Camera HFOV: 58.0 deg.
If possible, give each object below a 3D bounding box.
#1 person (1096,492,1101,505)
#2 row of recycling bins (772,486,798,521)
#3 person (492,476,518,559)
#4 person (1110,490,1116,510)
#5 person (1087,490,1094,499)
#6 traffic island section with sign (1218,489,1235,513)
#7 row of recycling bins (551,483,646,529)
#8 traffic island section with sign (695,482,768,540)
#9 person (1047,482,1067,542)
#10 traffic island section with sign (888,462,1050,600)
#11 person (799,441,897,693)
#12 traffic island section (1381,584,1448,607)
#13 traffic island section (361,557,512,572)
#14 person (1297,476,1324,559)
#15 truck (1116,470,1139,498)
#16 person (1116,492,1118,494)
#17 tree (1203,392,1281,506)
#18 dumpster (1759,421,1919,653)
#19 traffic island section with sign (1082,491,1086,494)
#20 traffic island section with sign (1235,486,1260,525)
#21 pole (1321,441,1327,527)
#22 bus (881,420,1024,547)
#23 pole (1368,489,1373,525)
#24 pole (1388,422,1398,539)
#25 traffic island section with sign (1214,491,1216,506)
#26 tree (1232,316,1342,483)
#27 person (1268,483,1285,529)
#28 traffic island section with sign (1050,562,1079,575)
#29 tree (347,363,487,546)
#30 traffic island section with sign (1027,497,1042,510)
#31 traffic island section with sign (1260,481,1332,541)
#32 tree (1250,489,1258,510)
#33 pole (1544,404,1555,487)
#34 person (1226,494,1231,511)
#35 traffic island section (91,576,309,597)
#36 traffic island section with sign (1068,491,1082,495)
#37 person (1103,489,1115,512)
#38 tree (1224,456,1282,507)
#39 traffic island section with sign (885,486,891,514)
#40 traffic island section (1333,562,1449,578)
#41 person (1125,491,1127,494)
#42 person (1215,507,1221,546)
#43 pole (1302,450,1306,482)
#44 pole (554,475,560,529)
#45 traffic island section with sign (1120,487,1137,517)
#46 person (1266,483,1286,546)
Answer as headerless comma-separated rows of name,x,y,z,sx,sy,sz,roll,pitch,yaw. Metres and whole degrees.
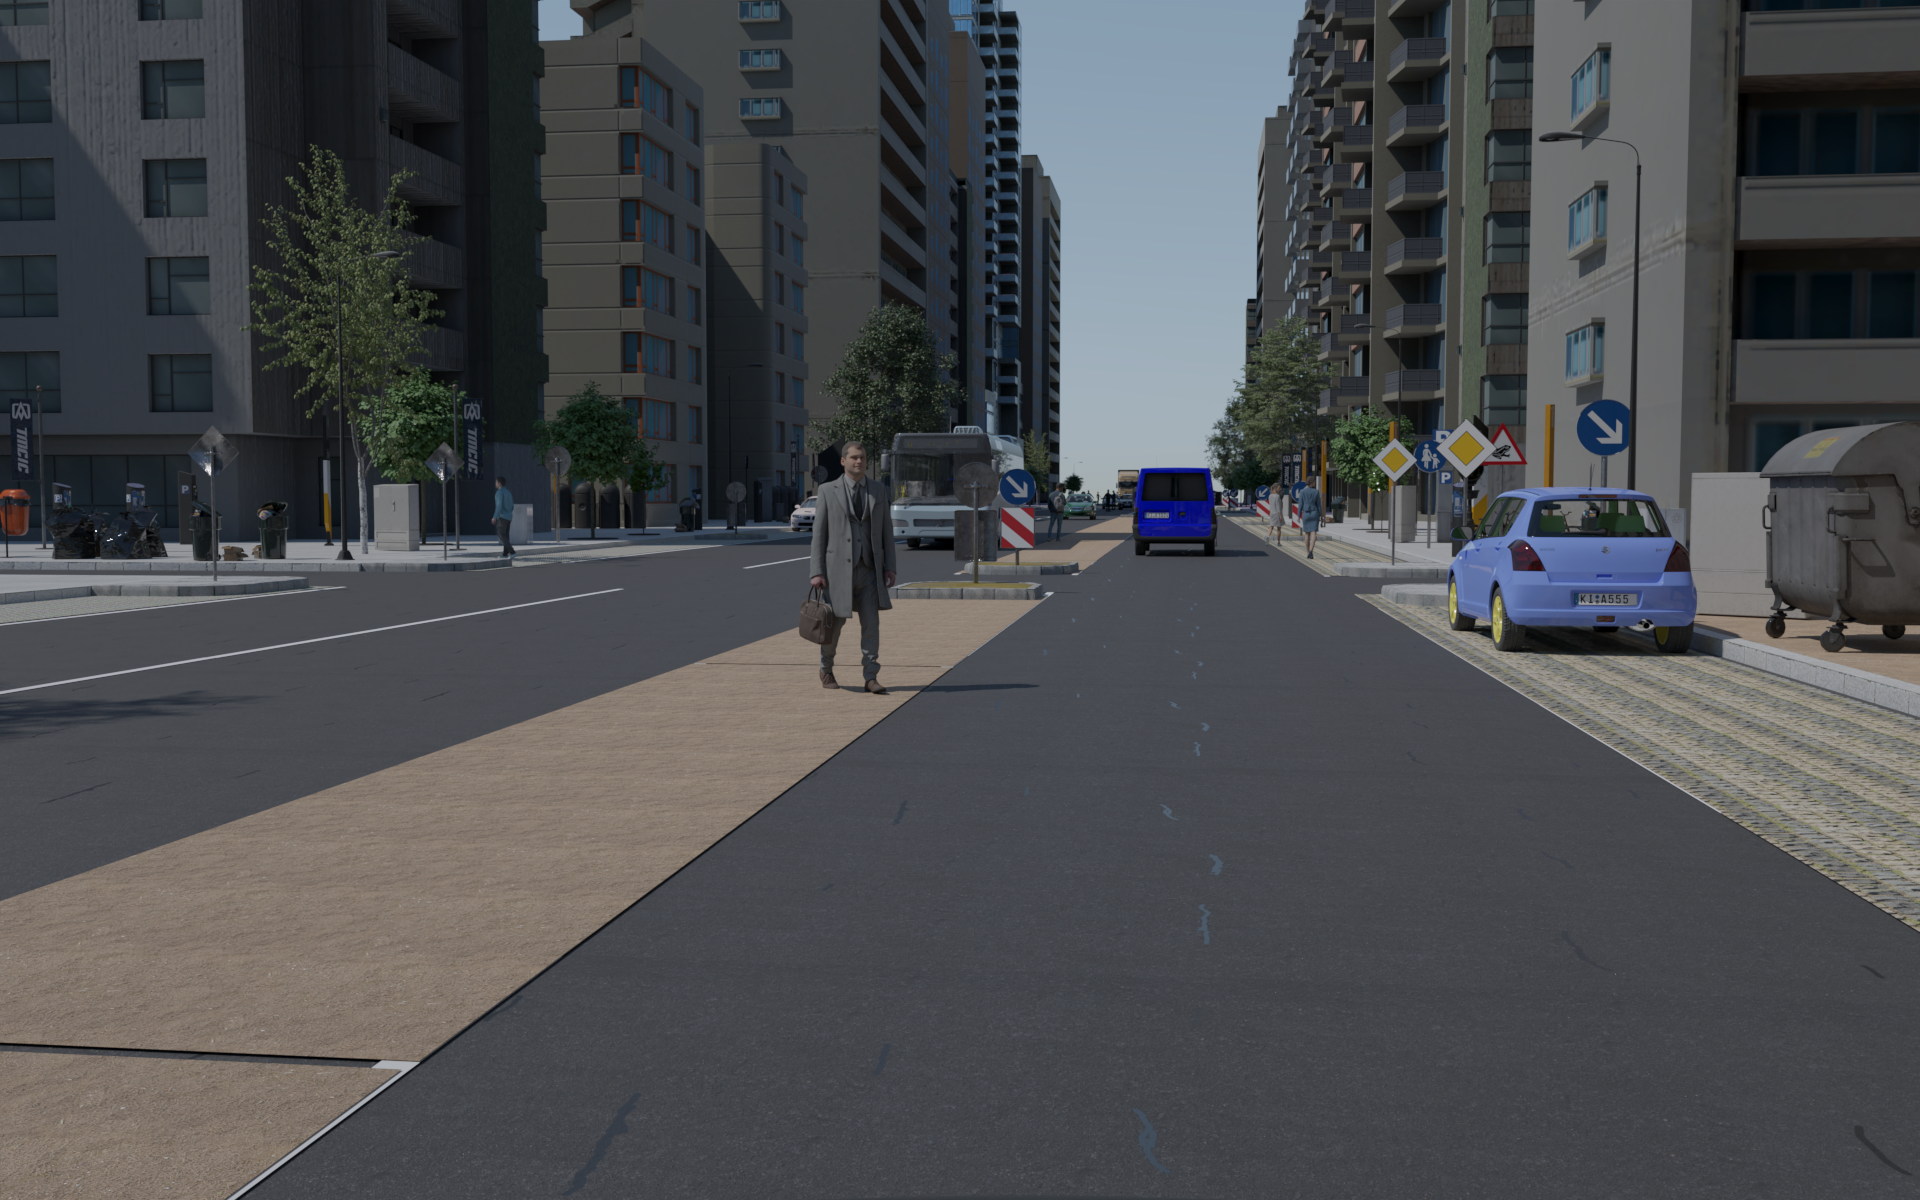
person,18.235,-13.375,227.703,0.721,1.766,1.217,2,4,33
row of recycling bins,-8.779,-4.786,85.362,1.069,1.692,3.534,1,4,14
person,-9.916,-1.792,37.816,0.620,1.820,0.660,0,4,8
person,13.533,-8.857,153.754,0.568,1.767,0.683,2,4,25
person,12.358,-9.671,166.759,1.348,1.807,0.705,-1,4,-19
traffic island section with sign,20.344,-7.387,129.403,1.989,1.847,2.006,0,4,7
row of recycling bins,-13.442,-3.503,64.382,3.534,1.692,1.069,0,4,-5
traffic island section with sign,-7.165,-2.820,54.734,1.989,1.847,2.006,0,4,7
person,2.908,-2.634,51.912,0.623,1.781,0.721,1,4,14
traffic island section with sign,0.144,-0.987,24.279,2.006,1.907,1.989,0,4,7
person,-0.784,-0.239,12.510,0.694,1.812,0.767,-1,4,-21
traffic island section,6.758,-0.055,23.175,2.009,0.180,2.903,0,4,7
traffic island section,-9.945,-0.681,33.411,2.009,0.180,2.903,0,4,7
person,7.662,-1.801,37.972,0.581,1.822,0.654,2,4,25
truck,19.560,-12.966,200.903,2.839,4.237,11.283,0,4,6
person,20.971,-13.519,230.050,0.721,1.766,1.217,0,4,0
tree,31.947,-16.939,193.958,9.611,12.733,9.660,0,3,0
dumpster,7.662,-0.540,14.584,1.264,1.857,1.865,0,4,8
traffic island section with sign,17.239,-14.218,241.089,1.989,1.847,2.006,0,4,7
traffic island section with sign,13.903,-4.381,80.255,1.989,1.847,2.006,0,4,7
pole,13.987,-4.450,66.600,0.158,3.312,0.155,0,3,0
bus,0.096,-3.324,49.204,2.948,3.499,13.247,0,4,6
pole,17.288,-4.831,72.836,0.158,3.312,0.155,0,3,0
pole,12.300,-3.387,49.215,0.158,3.312,0.155,0,3,0
traffic island section with sign,23.838,-9.022,156.132,1.989,1.847,2.006,0,4,7
tree,20.922,-11.790,110.898,7.486,12.596,7.792,0,3,0
person,13.048,-3.877,71.244,0.474,1.900,0.648,-3,5,-42
traffic island section with sign,1.115,-1.436,31.622,2.006,1.907,1.989,0,4,7
tree,-13.599,-3.657,43.505,4.285,4.588,4.351,0,3,0
traffic island section with sign,6.485,-9.194,158.943,1.989,1.847,2.006,0,4,7
traffic island section with sign,10.408,-2.746,53.527,1.989,1.847,2.006,0,4,7
tree,24.079,-8.932,140.632,1.663,3.219,1.824,0,3,0
pole,13.409,-2.789,39.445,0.158,3.312,0.155,0,3,0
person,21.761,-7.820,139.586,0.991,1.433,0.599,-3,5,-42
traffic island section,-10.982,-0.196,25.493,2.009,0.180,2.903,0,4,7
traffic island section with sign,13.737,-12.583,214.362,1.989,1.847,2.006,0,4,7
person,12.144,-8.148,141.735,1.348,1.821,0.705,-3,4,-36
tree,23.782,-9.323,136.146,4.285,4.588,4.351,0,3,0
traffic island section with sign,-3.564,-4.500,82.210,1.989,1.847,2.006,0,4,7
traffic island section,7.794,-0.539,31.093,2.009,0.180,2.903,0,4,7
person,17.526,-10.591,182.215,0.434,1.755,0.990,-1,4,-10
person,6.951,-2.128,47.569,0.425,1.301,0.394,0,4,7
pole,15.999,-5.302,80.523,0.158,3.312,0.155,0,3,0
pole,-14.777,-4.259,63.480,0.158,3.312,0.155,0,3,0
traffic island section with sign,10.857,-5.993,106.129,2.006,1.907,1.989,0,4,7
person,8.563,-2.310,47.022,0.466,1.731,0.760,2,4,33
